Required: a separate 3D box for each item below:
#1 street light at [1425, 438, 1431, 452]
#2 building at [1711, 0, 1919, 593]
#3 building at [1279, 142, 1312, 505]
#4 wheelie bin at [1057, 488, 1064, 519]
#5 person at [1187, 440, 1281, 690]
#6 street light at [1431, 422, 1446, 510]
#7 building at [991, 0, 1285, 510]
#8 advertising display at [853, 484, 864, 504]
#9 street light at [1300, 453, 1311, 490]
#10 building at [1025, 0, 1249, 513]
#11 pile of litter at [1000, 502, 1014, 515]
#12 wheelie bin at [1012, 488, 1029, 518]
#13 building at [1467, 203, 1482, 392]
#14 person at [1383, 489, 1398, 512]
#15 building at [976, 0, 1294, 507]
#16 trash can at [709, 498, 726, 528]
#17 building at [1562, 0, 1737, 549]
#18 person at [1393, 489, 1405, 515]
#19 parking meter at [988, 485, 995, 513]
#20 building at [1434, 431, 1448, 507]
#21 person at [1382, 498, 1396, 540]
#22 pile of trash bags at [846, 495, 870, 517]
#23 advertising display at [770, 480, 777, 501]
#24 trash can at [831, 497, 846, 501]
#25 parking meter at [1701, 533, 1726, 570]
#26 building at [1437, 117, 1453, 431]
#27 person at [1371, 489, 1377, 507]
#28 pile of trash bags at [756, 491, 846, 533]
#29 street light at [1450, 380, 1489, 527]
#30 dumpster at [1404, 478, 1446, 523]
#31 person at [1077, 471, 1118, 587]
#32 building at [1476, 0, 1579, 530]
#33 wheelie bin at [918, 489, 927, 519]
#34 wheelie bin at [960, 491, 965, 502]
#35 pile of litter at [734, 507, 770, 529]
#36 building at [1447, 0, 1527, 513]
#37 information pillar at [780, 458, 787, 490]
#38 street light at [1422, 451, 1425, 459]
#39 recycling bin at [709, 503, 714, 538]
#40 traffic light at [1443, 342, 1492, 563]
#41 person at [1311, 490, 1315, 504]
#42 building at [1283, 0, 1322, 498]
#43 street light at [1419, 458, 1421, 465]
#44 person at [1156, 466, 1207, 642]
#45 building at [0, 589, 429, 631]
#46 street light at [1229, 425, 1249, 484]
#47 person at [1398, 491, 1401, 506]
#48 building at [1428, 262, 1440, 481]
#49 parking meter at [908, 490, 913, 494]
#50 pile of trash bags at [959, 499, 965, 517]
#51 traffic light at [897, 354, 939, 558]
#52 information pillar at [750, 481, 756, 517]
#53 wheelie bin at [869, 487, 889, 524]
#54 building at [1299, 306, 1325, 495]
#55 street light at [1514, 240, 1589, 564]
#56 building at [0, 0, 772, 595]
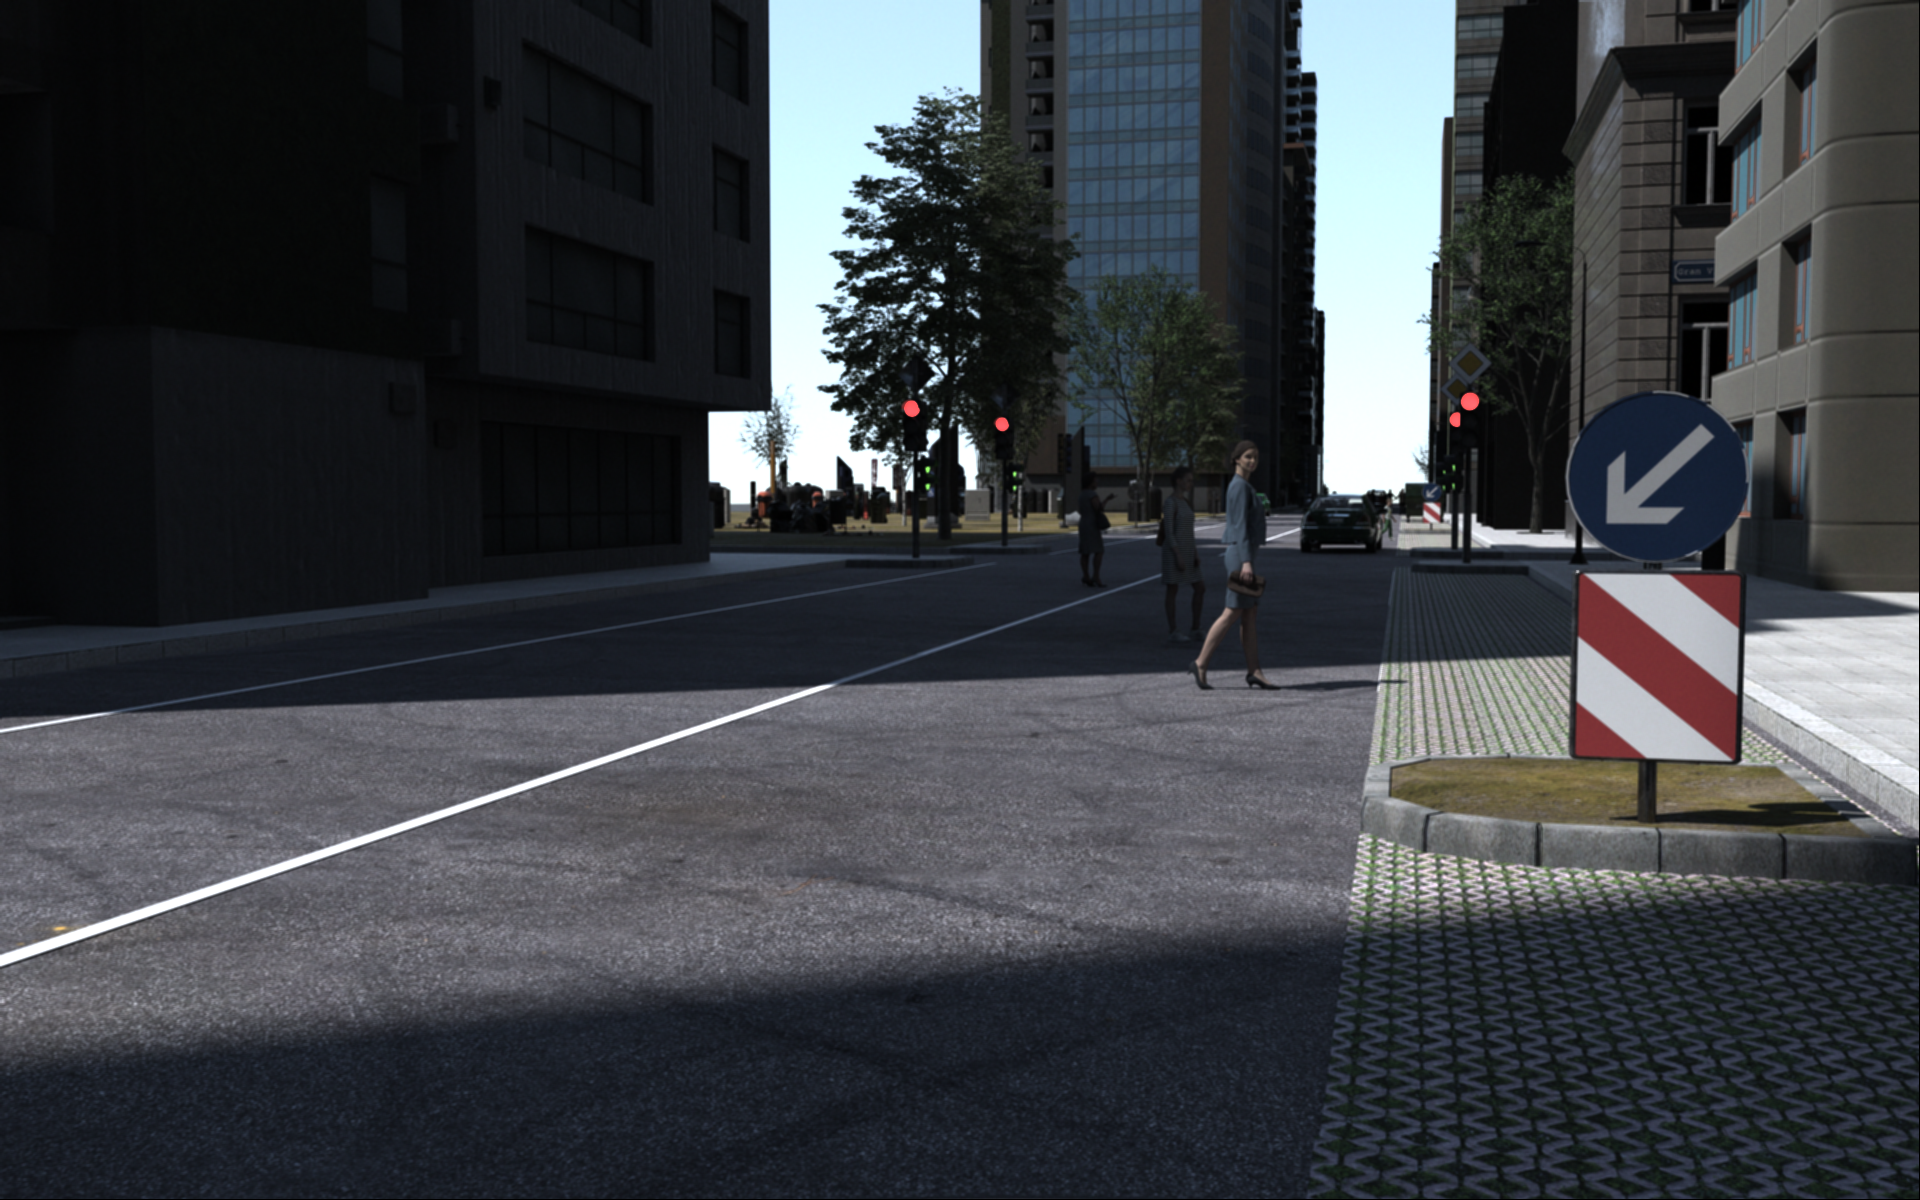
[{"bbox_3d":[39.208,-10.383,142.299,1.470,5.913,1.316,1,4,14],"label":"street light"},{"bbox_3d":[23.383,-10.299,13.431,27.650,21.520,28.899,1,4,14],"label":"building"},{"bbox_3d":[31.530,-34.181,213.490,22.147,44.769,28.867,1,4,14],"label":"building"},{"bbox_3d":[5.394,-4.971,89.179,0.693,1.594,0.980,-1,4,-22],"label":"wheelie bin"},{"bbox_3d":[2.020,-0.254,12.681,0.654,1.822,0.581,2,4,23],"label":"person"},{"bbox_3d":[31.446,-8.549,112.311,1.470,5.913,1.316,1,4,14],"label":"street light"},{"bbox_3d":[15.652,-36.954,146.195,21.231,58.520,28.212,1,4,14],"label":"building"},{"bbox_3d":[-6.302,-6.245,107.312,0.123,1.923,0.974,2,4,35],"label":"advertising display"},{"bbox_3d":[39.353,-13.756,197.445,1.470,5.913,1.316,1,4,14],"label":"street light"},{"bbox_3d":[13.150,-29.069,125.388,14.600,45.320,14.200,1,4,14],"label":"building"},{"bbox_3d":[3.126,-5.787,108.588,1.176,0.858,1.719,-1,4,-11],"label":"pile of litter"},{"bbox_3d":[3.251,-5.150,92.107,0.693,1.594,0.980,3,5,39],"label":"wheelie bin"},{"bbox_3d":[34.679,-16.738,92.744,14.460,24.649,34.723,1,4,14],"label":"building"},{"bbox_3d":[34.427,-7.948,138.590,1.348,1.807,0.705,3,5,42],"label":"person"},{"bbox_3d":[18.087,-35.817,174.849,28.713,52.752,27.495,1,4,14],"label":"building"},{"bbox_3d":[-9.149,-3.268,65.078,0.748,1.137,0.748,0,3,0],"label":"trash can"},{"bbox_3d":[27.869,-14.899,40.857,25.104,27.353,12.463,1,4,14],"label":"building"},{"bbox_3d":[30.431,-6.758,119.126,1.348,1.807,0.705,-1,4,-11],"label":"person"},{"bbox_3d":[2.080,-6.724,115.653,0.399,1.863,0.255,-2,4,-24],"label":"parking meter"},{"bbox_3d":[58.010,-52.214,166.369,22.319,86.520,31.000,1,4,14],"label":"building"},{"bbox_3d":[13.262,-2.514,53.845,0.590,1.304,0.306,2,4,27],"label":"person"},{"bbox_3d":[-6.045,-5.431,98.549,1.912,1.369,3.447,-2,4,-33],"label":"pile of trash bags"},{"bbox_3d":[-8.663,-4.612,80.612,0.123,1.923,0.974,0,4,5],"label":"advertising display"},{"bbox_3d":[-5.947,-4.469,84.714,0.748,1.137,0.748,0,3,0],"label":"trash can"},{"bbox_3d":[11.841,-1.313,27.180,0.255,1.863,0.399,3,5,42],"label":"parking meter"},{"bbox_3d":[62.552,-33.627,199.914,14.600,45.320,14.200,1,4,14],"label":"building"},{"bbox_3d":[32.049,-7.684,134.138,0.705,1.822,1.348,2,4,30],"label":"person"},{"bbox_3d":[-5.796,-2.995,58.722,1.912,1.369,3.447,-3,5,-44],"label":"pile of trash bags"},{"bbox_3d":[20.302,-5.877,68.632,1.470,5.913,1.316,1,4,14],"label":"street light"},{"bbox_3d":[23.062,-4.951,85.894,1.985,2.255,1.502,1,4,15],"label":"dumpster"},{"bbox_3d":[2.138,-1.096,26.785,0.532,1.782,0.716,-2,4,-24],"label":"person"},{"bbox_3d":[27.190,-14.571,67.916,12.332,23.373,15.834,1,4,14],"label":"building"},{"bbox_3d":[-1.937,-4.988,89.458,0.980,1.594,0.693,0,4,1],"label":"wheelie bin"},{"bbox_3d":[0.377,-6.371,112.072,0.693,1.594,0.980,0,4,2],"label":"wheelie bin"},{"bbox_3d":[-7.688,-3.098,64.617,1.176,0.858,1.719,-3,5,-42],"label":"pile of litter"},{"bbox_3d":[41.221,-26.671,119.673,14.154,41.232,14.086,1,4,14],"label":"building"},{"bbox_3d":[-11.402,-7.392,112.217,0.504,3.616,0.183,-3,4,-38],"label":"information pillar"},{"bbox_3d":[50.545,-13.062,186.102,1.470,5.913,1.316,1,4,14],"label":"street light"},{"bbox_3d":[-7.690,-2.366,51.237,0.722,1.027,0.722,-1,4,-17],"label":"recycling bin"},{"bbox_3d":[9.412,-2.643,32.127,0.839,4.253,0.868,1,4,14],"label":"traffic light"},{"bbox_3d":[31.656,-8.912,154.741,0.617,1.759,0.750,-2,4,-31],"label":"person"},{"bbox_3d":[39.639,-56.778,240.985,22.319,86.520,31.000,1,4,14],"label":"building"},{"bbox_3d":[60.281,-15.399,224.317,1.470,5.913,1.316,1,4,14],"label":"street light"},{"bbox_3d":[2.142,-0.448,16.831,0.522,1.701,0.512,2,4,34],"label":"person"},{"bbox_3d":[-15.032,-14.909,15.456,14.160,30.474,14.107,1,4,14],"label":"building"},{"bbox_3d":[18.743,-8.828,116.886,1.470,5.913,1.316,1,4,14],"label":"street light"},{"bbox_3d":[53.137,-12.250,208.796,0.705,1.822,1.348,-1,4,-17],"label":"person"},{"bbox_3d":[65.454,-27.083,214.506,14.160,30.474,14.107,1,4,14],"label":"building"},{"bbox_3d":[-2.933,-5.794,103.149,0.372,1.533,0.369,0,3,0],"label":"parking meter"},{"bbox_3d":[0.024,-5.898,106.176,1.912,1.369,3.447,-2,4,-24],"label":"pile of trash bags"},{"bbox_3d":[-0.872,-2.802,34.740,0.839,4.253,0.868,1,4,14],"label":"traffic light"},{"bbox_3d":[-11.832,-5.783,99.047,0.304,2.012,0.304,-1,4,-11],"label":"information pillar"},{"bbox_3d":[-3.539,-4.134,75.492,0.980,1.594,0.693,1,4,22],"label":"wheelie bin"},{"bbox_3d":[48.001,-30.098,263.796,14.160,30.474,14.107,1,4,14],"label":"building"},{"bbox_3d":[10.832,-3.621,31.752,1.470,5.913,1.316,1,4,14],"label":"street light"},{"bbox_3d":[-11.331,-15.827,30.474,14.107,30.474,14.160,1,4,14],"label":"building"}]
